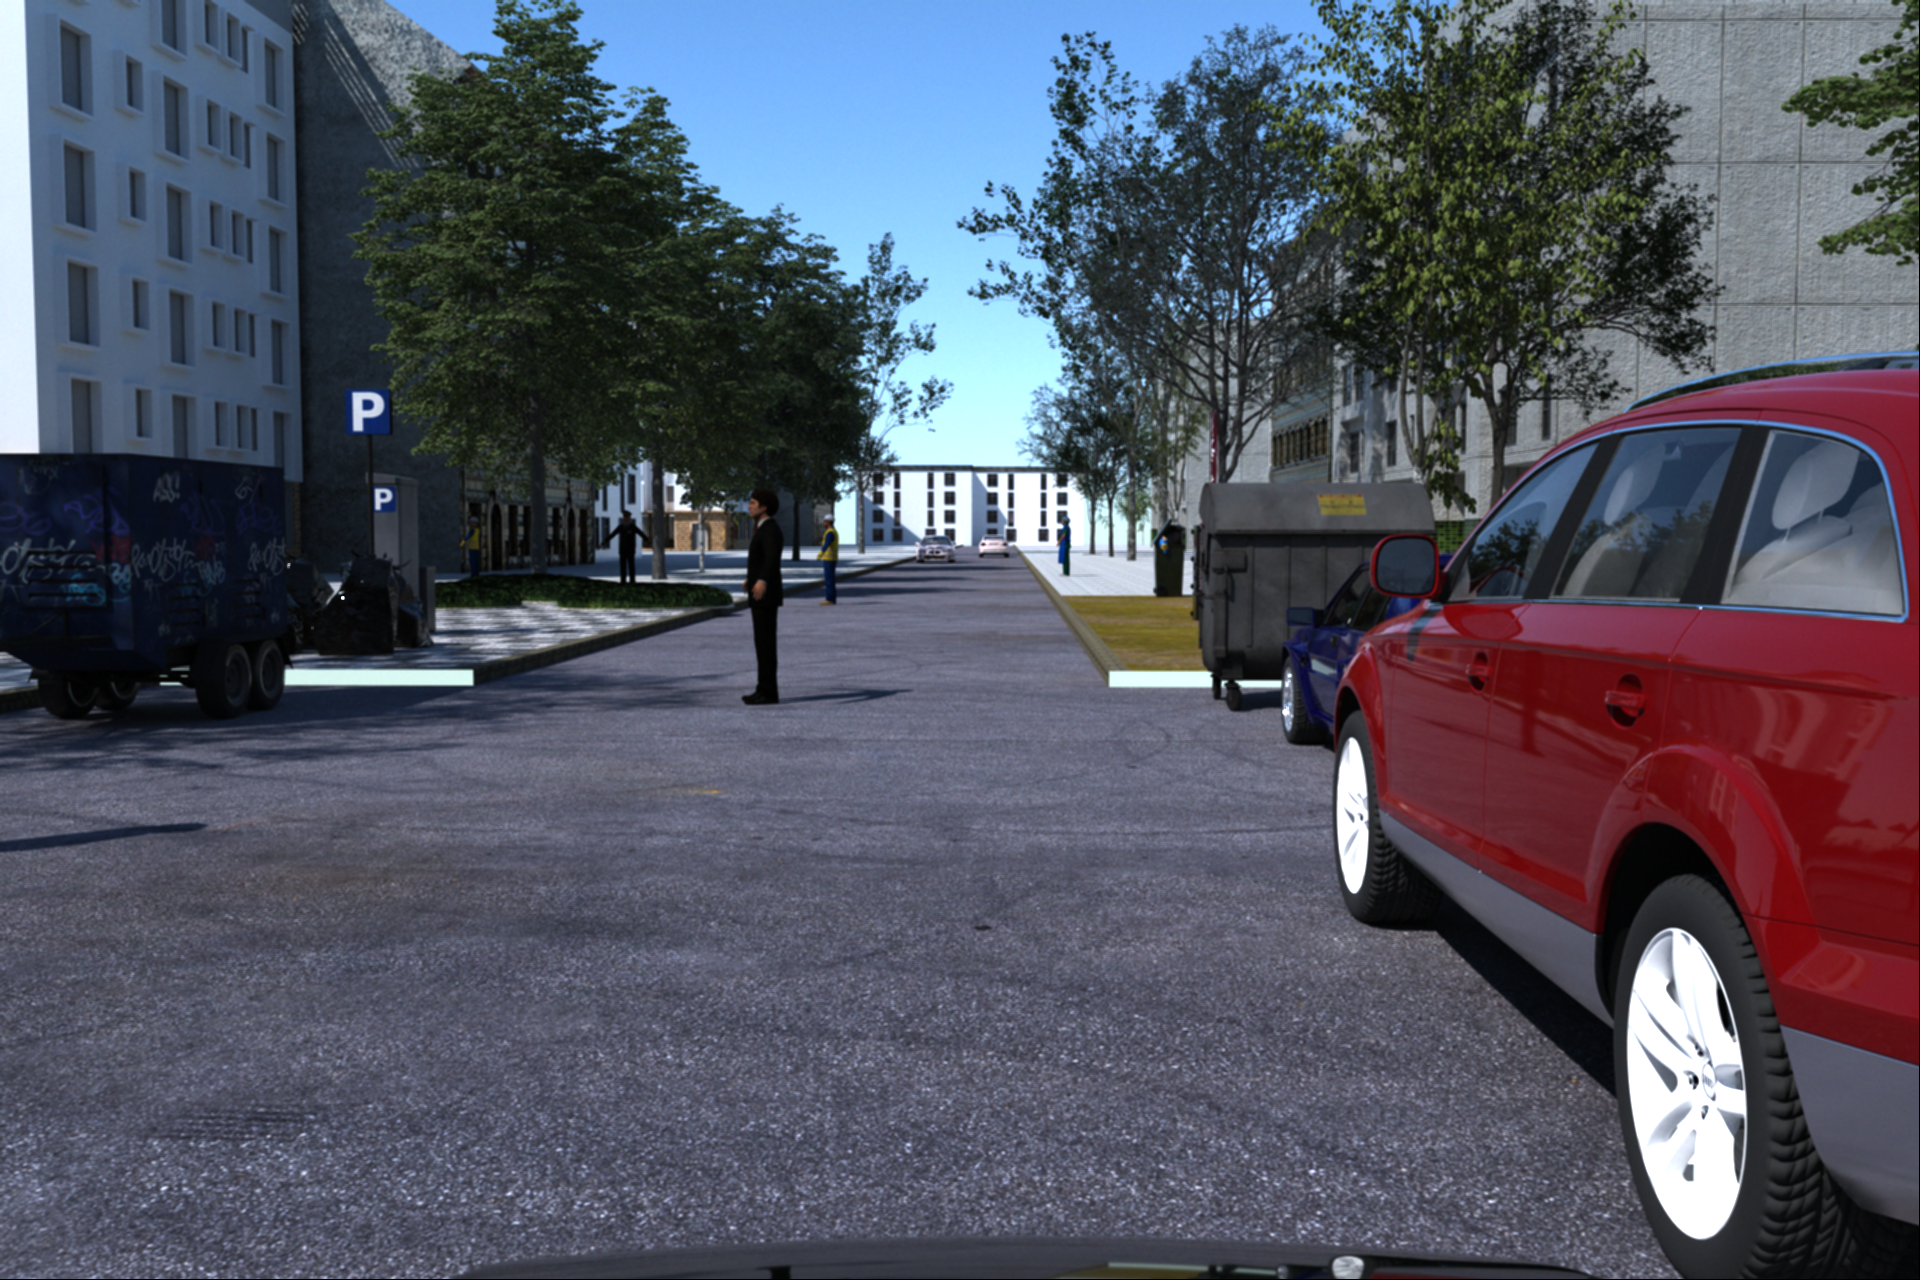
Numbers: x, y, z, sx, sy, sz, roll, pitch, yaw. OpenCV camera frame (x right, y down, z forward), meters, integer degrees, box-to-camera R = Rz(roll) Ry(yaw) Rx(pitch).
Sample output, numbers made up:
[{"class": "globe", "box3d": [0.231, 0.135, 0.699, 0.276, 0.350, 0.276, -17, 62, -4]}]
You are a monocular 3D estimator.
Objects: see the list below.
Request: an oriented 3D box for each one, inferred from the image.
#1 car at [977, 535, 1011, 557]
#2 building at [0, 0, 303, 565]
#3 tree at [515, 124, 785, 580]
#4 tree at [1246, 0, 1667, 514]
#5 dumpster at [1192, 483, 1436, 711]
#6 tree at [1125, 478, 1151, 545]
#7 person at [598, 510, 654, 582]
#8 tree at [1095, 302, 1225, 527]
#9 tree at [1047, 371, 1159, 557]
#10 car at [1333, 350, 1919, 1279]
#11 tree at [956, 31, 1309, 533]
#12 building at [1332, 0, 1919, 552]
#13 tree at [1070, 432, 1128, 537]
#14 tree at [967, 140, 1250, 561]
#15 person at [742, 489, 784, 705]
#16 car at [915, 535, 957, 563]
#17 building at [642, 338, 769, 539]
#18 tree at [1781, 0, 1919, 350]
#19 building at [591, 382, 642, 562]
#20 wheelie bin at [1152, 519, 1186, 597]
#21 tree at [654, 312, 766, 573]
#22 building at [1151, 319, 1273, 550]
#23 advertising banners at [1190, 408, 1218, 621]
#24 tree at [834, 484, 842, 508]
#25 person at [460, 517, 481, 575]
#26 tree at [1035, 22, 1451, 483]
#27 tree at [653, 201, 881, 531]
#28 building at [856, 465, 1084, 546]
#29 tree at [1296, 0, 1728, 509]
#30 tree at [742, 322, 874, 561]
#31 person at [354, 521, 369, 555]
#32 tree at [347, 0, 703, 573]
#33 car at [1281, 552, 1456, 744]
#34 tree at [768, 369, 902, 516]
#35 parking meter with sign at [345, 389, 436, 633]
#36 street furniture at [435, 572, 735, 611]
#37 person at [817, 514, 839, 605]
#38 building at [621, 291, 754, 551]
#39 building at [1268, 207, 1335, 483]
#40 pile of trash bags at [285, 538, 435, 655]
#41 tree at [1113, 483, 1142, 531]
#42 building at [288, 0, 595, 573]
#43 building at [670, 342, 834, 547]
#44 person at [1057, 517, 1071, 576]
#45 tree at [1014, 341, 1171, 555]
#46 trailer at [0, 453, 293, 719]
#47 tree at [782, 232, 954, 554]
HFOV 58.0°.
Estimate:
[{"class": "car", "box3d": [2.106, -5.808, 107.327, 2.083, 1.381, 4.827, 0, 4, 1]}, {"class": "building", "box3d": [-26.316, -11.368, 42.294, 16.016, 20.090, 11.380, 0, 4, 1]}, {"class": "tree", "box3d": [-8.941, -7.983, 48.641, 7.486, 12.596, 7.792, 0, 3, 0]}, {"class": "tree", "box3d": [5.381, -4.212, 19.222, 4.737, 8.622, 4.395, 0, 3, 0]}, {"class": "dumpster", "box3d": [2.925, -0.382, 14.456, 1.865, 1.857, 1.264, 0, 4, 1]}, {"class": "tree", "box3d": [21.791, -15.781, 208.385, 4.737, 8.622, 4.395, 0, 3, 0]}, {"class": "person", "box3d": [-7.783, -2.111, 40.445, 1.347, 1.837, 0.705, 1, 4, 8]}, {"class": "tree", "box3d": [6.920, -6.352, 54.218, 4.360, 8.622, 3.978, 0, 3, 0]}, {"class": "tree", "box3d": [8.236, -9.960, 97.266, 7.601, 10.594, 8.767, -2, 4, -30]}, {"class": "car", "box3d": [2.411, 0.239, 4.760, 2.281, 1.827, 5.304, 0, 4, 1]}, {"class": "tree", "box3d": [6.545, -12.906, 66.901, 12.611, 20.169, 13.585, 0, 3, 0]}, {"class": "building", "box3d": [24.972, -11.996, 62.598, 16.747, 18.905, 31.486, 0, 4, 1]}, {"class": "tree", "box3d": [8.940, -10.301, 118.778, 4.360, 8.622, 3.978, 0, 3, 0]}, {"class": "tree", "box3d": [7.192, -13.954, 84.037, 12.611, 20.169, 13.585, 0, 3, 0]}, {"class": "person", "box3d": [-1.685, -0.369, 14.678, 0.705, 1.806, 1.347, -1, 4, -11]}, {"class": "car", "box3d": [-1.201, -4.588, 87.374, 2.083, 1.381, 4.827, 0, 4, 1]}, {"class": "building", "box3d": [-24.760, -18.834, 164.355, 16.016, 20.090, 11.380, 0, 4, 1]}, {"class": "tree", "box3d": [12.190, -6.033, 16.771, 7.486, 12.596, 7.792, 0, 3, 0]}, {"class": "building", "box3d": [-20.960, -9.046, 90.047, 9.099, 9.664, 28.070, 0, 4, 1]}, {"class": "wheelie bin", "box3d": [4.290, -1.687, 35.487, 0.693, 1.594, 0.980, 0, 4, 2]}, {"class": "tree", "box3d": [-8.391, -6.477, 56.260, 4.737, 8.622, 4.395, 0, 3, 0]}, {"class": "building", "box3d": [26.489, -17.412, 151.137, 16.747, 18.905, 31.486, 0, 4, 1]}, {"class": "advertising banners", "box3d": [3.533, -1.767, 25.075, 0.090, 3.025, 2.074, 0, 4, 0]}, {"class": "tree", "box3d": [-16.265, -16.043, 212.668, 4.360, 8.622, 3.978, 0, 3, 0]}, {"class": "person", "box3d": [-13.820, -2.599, 48.953, 0.721, 1.772, 1.216, 1, 4, 8]}, {"class": "tree", "box3d": [6.461, -8.027, 41.610, 12.009, 13.543, 11.850, 0, 3, 0]}, {"class": "tree", "box3d": [-7.650, -9.715, 65.491, 9.857, 13.997, 8.962, 0, 3, 0]}, {"class": "building", "box3d": [1.211, -16.336, 211.694, 28.070, 9.664, 9.099, 0, 4, -3]}, {"class": "tree", "box3d": [9.266, -5.775, 28.840, 7.601, 10.594, 8.767, -1, 4, -15]}, {"class": "tree", "box3d": [-7.663, -9.557, 82.020, 9.928, 11.665, 9.643, 0, 3, 0]}, {"class": "person", "box3d": [-17.644, -2.794, 51.874, 1.347, 1.806, 0.705, 2, 4, 35]}, {"class": "tree", "box3d": [-9.164, -7.268, 36.961, 7.486, 12.596, 7.792, 0, 3, 0]}, {"class": "car", "box3d": [3.063, 0.118, 10.655, 1.945, 1.354, 3.894, 0, 4, 1]}, {"class": "tree", "box3d": [-6.617, -9.682, 92.716, 7.601, 10.594, 8.767, -1, 4, -21]}, {"class": "parking meter with sign", "box3d": [-7.084, -1.558, 21.734, 0.543, 3.016, 1.738, 0, 4, 2]}, {"class": "street furniture", "box3d": [-8.388, -1.056, 32.892, 5.734, 0.657, 10.072, -2, 4, -27]}, {"class": "person", "box3d": [-2.672, -1.633, 35.127, 0.705, 1.833, 1.349, 0, 4, 6]}, {"class": "building", "box3d": [-23.000, -17.096, 135.940, 16.016, 20.090, 11.380, 0, 4, 1]}, {"class": "building", "box3d": [26.765, -15.811, 89.434, 19.493, 23.208, 18.063, 0, 4, 1]}, {"class": "pile of trash bags", "box3d": [-6.974, -0.527, 18.363, 1.912, 1.369, 3.447, 0, 4, 3]}, {"class": "tree", "box3d": [20.886, -16.066, 213.046, 4.737, 8.622, 4.395, 0, 3, 0]}, {"class": "building", "box3d": [-25.184, -14.314, 64.966, 19.493, 23.208, 18.063, 0, 4, 1]}, {"class": "building", "box3d": [-23.973, -21.795, 187.272, 19.493, 23.208, 18.063, 0, 4, 2]}, {"class": "person", "box3d": [3.187, -2.854, 52.783, 0.704, 1.817, 1.347, 1, 4, 15]}, {"class": "tree", "box3d": [8.377, -12.101, 108.218, 12.009, 13.543, 11.850, 0, 3, 0]}, {"class": "trailer", "box3d": [-6.340, -0.367, 13.042, 1.471, 1.999, 3.904, 0, 4, 1]}, {"class": "tree", "box3d": [-6.450, -15.590, 110.778, 12.611, 20.169, 13.585, 0, 3, 0]}]
